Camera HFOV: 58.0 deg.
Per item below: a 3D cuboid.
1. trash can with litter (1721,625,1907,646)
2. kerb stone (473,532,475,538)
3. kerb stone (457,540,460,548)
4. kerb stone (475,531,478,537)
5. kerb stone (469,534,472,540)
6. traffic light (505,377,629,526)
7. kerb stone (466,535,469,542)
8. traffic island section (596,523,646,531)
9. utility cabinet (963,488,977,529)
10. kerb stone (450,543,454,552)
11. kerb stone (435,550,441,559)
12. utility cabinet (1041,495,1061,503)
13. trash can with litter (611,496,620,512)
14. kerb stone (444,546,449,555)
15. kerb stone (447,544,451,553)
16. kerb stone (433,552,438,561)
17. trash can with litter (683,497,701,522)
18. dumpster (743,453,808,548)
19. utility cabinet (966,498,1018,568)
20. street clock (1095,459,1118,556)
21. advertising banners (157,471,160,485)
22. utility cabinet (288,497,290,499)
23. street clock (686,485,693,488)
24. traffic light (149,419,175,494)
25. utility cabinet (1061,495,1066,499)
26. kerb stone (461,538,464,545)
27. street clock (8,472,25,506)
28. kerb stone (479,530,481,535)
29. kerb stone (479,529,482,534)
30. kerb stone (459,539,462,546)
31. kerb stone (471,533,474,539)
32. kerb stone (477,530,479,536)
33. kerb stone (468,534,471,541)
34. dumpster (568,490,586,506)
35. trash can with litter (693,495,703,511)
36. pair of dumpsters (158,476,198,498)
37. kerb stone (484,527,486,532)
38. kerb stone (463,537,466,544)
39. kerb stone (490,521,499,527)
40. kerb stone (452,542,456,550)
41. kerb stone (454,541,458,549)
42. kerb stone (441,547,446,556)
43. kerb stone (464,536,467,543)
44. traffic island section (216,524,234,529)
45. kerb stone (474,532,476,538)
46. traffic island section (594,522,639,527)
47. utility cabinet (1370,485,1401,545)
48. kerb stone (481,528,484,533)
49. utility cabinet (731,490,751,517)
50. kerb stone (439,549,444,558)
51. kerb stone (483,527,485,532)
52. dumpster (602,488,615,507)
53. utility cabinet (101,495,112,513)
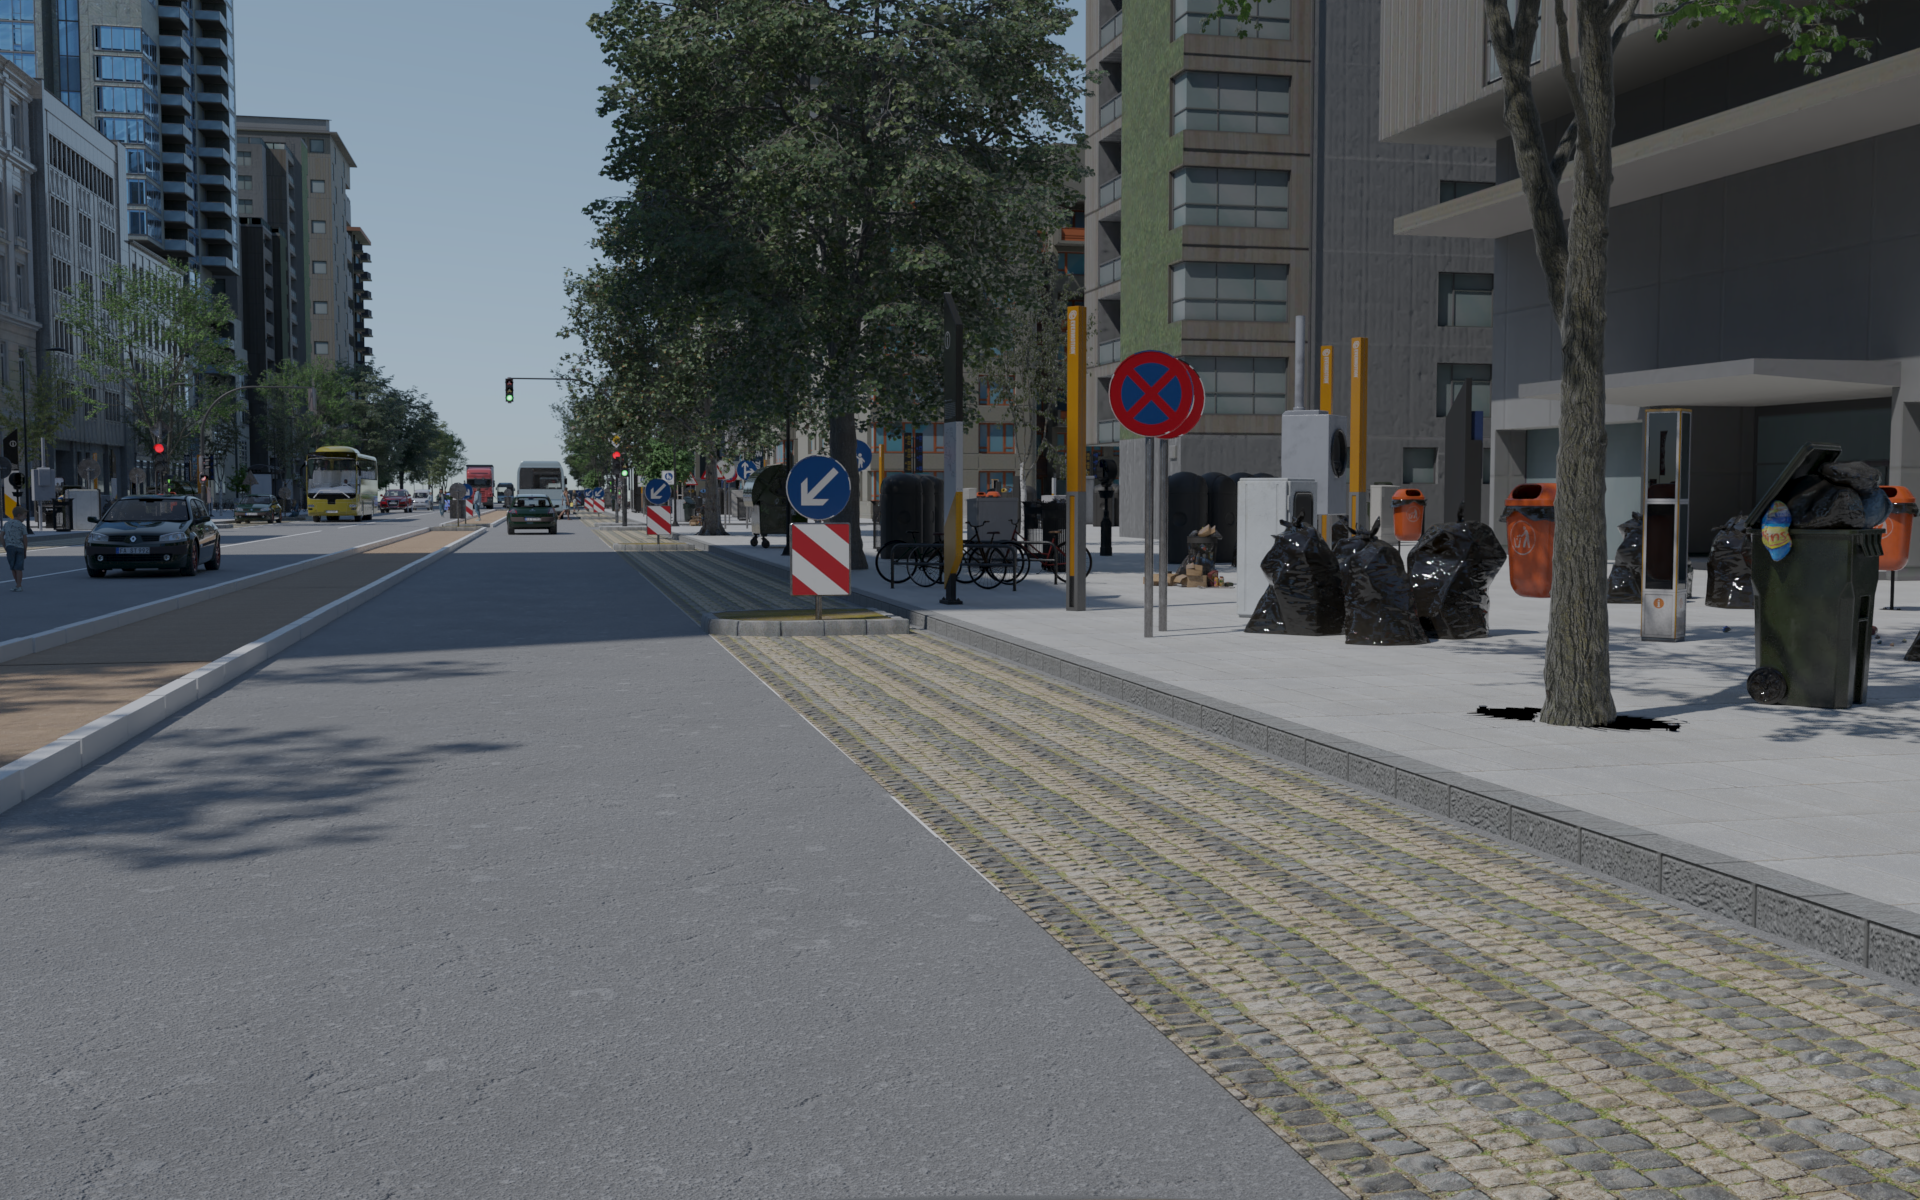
[{"bbox_3d":[7.868,-0.288,15.763,1.678,1.210,2.233,2,4,29],"label":"trash can with litter"},{"bbox_3d":[-15.397,-1.971,54.428,0.120,0.150,1.000,-1,4,-13],"label":"kerb stone"},{"bbox_3d":[-13.279,-1.423,45.456,0.120,0.150,1.000,-1,4,-13],"label":"kerb stone"},{"bbox_3d":[-15.866,-2.093,56.420,0.120,0.150,1.000,-1,4,-13],"label":"kerb stone"},{"bbox_3d":[-14.927,-1.847,52.438,0.120,0.150,1.000,-1,4,-13],"label":"kerb stone"},{"bbox_3d":[-15.323,-5.701,67.879,4.771,5.953,1.251,-1,4,-13],"label":"traffic light"},{"bbox_3d":[-14.456,-1.728,50.441,0.120,0.150,1.000,-1,4,-13],"label":"kerb stone"},{"bbox_3d":[-13.266,-2.834,68.621,2.009,0.180,2.903,-1,4,-13],"label":"traffic island section"},{"bbox_3d":[0.293,-3.359,63.592,0.318,1.500,1.173,-1,4,-16],"label":"utility cabinet"},{"bbox_3d":[-12.573,-1.240,42.470,0.120,0.150,1.000,-1,4,-13],"label":"kerb stone"},{"bbox_3d":[-11.387,-0.935,37.483,0.120,0.150,1.000,-1,4,-13],"label":"kerb stone"},{"bbox_3d":[4.359,-4.464,84.146,0.306,1.237,1.020,-2,4,-33],"label":"utility cabinet"},{"bbox_3d":[-25.126,-7.052,126.694,0.624,1.170,1.055,-2,4,-30],"label":"trash can with litter"},{"bbox_3d":[-12.095,-1.112,40.481,0.120,0.150,1.000,-1,4,-13],"label":"kerb stone"},{"bbox_3d":[-12.334,-1.179,41.476,0.120,0.150,1.000,-1,4,-13],"label":"kerb stone"},{"bbox_3d":[-11.151,-0.874,36.487,0.120,0.150,1.000,-1,4,-13],"label":"kerb stone"},{"bbox_3d":[-12.094,-4.106,78.521,0.624,1.170,1.055,-3,5,-45],"label":"trash can with litter"},{"bbox_3d":[-4.359,-2.391,41.589,1.502,2.255,1.985,-1,4,-13],"label":"dumpster"},{"bbox_3d":[0.563,-1.173,30.335,0.306,1.237,1.020,3,5,45],"label":"utility cabinet"},{"bbox_3d":[3.030,-1.915,35.880,0.358,2.002,0.471,-2,4,-32],"label":"street clock"},{"bbox_3d":[-55.353,-7.672,121.626,2.074,3.025,0.090,-1,4,-15],"label":"advertising banners"},{"bbox_3d":[-50.241,-7.221,129.220,0.306,1.237,1.020,0,4,-7],"label":"utility cabinet"},{"bbox_3d":[-18.553,-6.978,118.654,0.471,2.002,0.358,-1,4,-10],"label":"street clock"},{"bbox_3d":[-29.762,-4.629,64.603,0.839,4.253,0.868,-1,4,-13],"label":"traffic light"},{"bbox_3d":[5.219,-4.682,87.716,1.020,1.237,0.306,-2,4,-30],"label":"utility cabinet"},{"bbox_3d":[-13.753,-1.543,47.448,0.120,0.150,1.000,-1,4,-13],"label":"kerb stone"},{"bbox_3d":[-31.510,-3.263,57.923,0.358,2.002,0.471,2,4,25],"label":"street clock"},{"bbox_3d":[-16.336,-2.215,58.412,0.120,0.150,1.000,-1,4,-13],"label":"kerb stone"},{"bbox_3d":[-16.579,-2.276,59.407,0.120,0.150,1.000,-1,4,-13],"label":"kerb stone"},{"bbox_3d":[-13.513,-1.484,46.454,0.120,0.150,1.000,-1,4,-13],"label":"kerb stone"},{"bbox_3d":[-15.171,-1.910,53.431,0.120,0.150,1.000,-1,4,-13],"label":"kerb stone"},{"bbox_3d":[-16.102,-2.154,57.415,0.120,0.150,1.000,-1,4,-13],"label":"kerb stone"},{"bbox_3d":[-14.689,-1.789,51.442,0.120,0.150,1.000,-1,4,-13],"label":"kerb stone"},{"bbox_3d":[-38.863,-10.254,175.864,1.865,1.857,1.264,-1,4,-11],"label":"dumpster"},{"bbox_3d":[-14.702,-5.101,94.462,2.233,1.210,1.678,-2,4,-26],"label":"trash can with litter"},{"bbox_3d":[-40.959,-5.396,90.713,1.574,2.255,4.437,-1,4,-13],"label":"pair of dumpsters"},{"bbox_3d":[-17.518,-2.520,63.398,0.120,0.150,1.000,-1,4,-13],"label":"kerb stone"},{"bbox_3d":[-13.981,-1.603,48.444,0.120,0.150,1.000,-1,4,-13],"label":"kerb stone"},{"bbox_3d":[-20.953,-3.402,77.917,0.120,0.150,1.000,-1,4,-13],"label":"kerb stone"},{"bbox_3d":[-12.803,-1.301,43.467,0.120,0.150,1.000,-1,4,-13],"label":"kerb stone"},{"bbox_3d":[-13.047,-1.362,44.459,0.120,0.150,1.000,-1,4,-13],"label":"kerb stone"},{"bbox_3d":[-11.858,-1.053,39.481,0.120,0.150,1.000,-1,4,-13],"label":"kerb stone"},{"bbox_3d":[-14.219,-1.666,49.439,0.120,0.150,1.000,-1,4,-13],"label":"kerb stone"},{"bbox_3d":[-31.642,-3.071,72.499,2.009,0.180,2.903,-1,4,-13],"label":"traffic island section"},{"bbox_3d":[-15.646,-2.032,55.419,0.120,0.150,1.000,-1,4,-13],"label":"kerb stone"},{"bbox_3d":[-15.105,-3.310,76.393,2.009,0.180,2.903,-1,4,-13],"label":"traffic island section"},{"bbox_3d":[10.539,-2.091,42.864,0.318,1.500,1.173,3,4,37],"label":"utility cabinet"},{"bbox_3d":[-17.042,-2.398,61.406,0.120,0.150,1.000,-1,4,-13],"label":"kerb stone"},{"bbox_3d":[-11.794,-5.218,93.995,1.173,1.500,0.318,0,4,1],"label":"utility cabinet"},{"bbox_3d":[-11.623,-0.996,38.477,0.120,0.150,1.000,-1,4,-13],"label":"kerb stone"},{"bbox_3d":[-17.282,-2.454,62.402,0.120,0.150,1.000,-1,4,-13],"label":"kerb stone"},{"bbox_3d":[-29.502,-8.580,146.044,1.264,1.857,1.865,-1,4,-13],"label":"dumpster"},{"bbox_3d":[-50.927,-5.609,102.871,1.020,1.237,0.306,0,4,0],"label":"utility cabinet"}]
